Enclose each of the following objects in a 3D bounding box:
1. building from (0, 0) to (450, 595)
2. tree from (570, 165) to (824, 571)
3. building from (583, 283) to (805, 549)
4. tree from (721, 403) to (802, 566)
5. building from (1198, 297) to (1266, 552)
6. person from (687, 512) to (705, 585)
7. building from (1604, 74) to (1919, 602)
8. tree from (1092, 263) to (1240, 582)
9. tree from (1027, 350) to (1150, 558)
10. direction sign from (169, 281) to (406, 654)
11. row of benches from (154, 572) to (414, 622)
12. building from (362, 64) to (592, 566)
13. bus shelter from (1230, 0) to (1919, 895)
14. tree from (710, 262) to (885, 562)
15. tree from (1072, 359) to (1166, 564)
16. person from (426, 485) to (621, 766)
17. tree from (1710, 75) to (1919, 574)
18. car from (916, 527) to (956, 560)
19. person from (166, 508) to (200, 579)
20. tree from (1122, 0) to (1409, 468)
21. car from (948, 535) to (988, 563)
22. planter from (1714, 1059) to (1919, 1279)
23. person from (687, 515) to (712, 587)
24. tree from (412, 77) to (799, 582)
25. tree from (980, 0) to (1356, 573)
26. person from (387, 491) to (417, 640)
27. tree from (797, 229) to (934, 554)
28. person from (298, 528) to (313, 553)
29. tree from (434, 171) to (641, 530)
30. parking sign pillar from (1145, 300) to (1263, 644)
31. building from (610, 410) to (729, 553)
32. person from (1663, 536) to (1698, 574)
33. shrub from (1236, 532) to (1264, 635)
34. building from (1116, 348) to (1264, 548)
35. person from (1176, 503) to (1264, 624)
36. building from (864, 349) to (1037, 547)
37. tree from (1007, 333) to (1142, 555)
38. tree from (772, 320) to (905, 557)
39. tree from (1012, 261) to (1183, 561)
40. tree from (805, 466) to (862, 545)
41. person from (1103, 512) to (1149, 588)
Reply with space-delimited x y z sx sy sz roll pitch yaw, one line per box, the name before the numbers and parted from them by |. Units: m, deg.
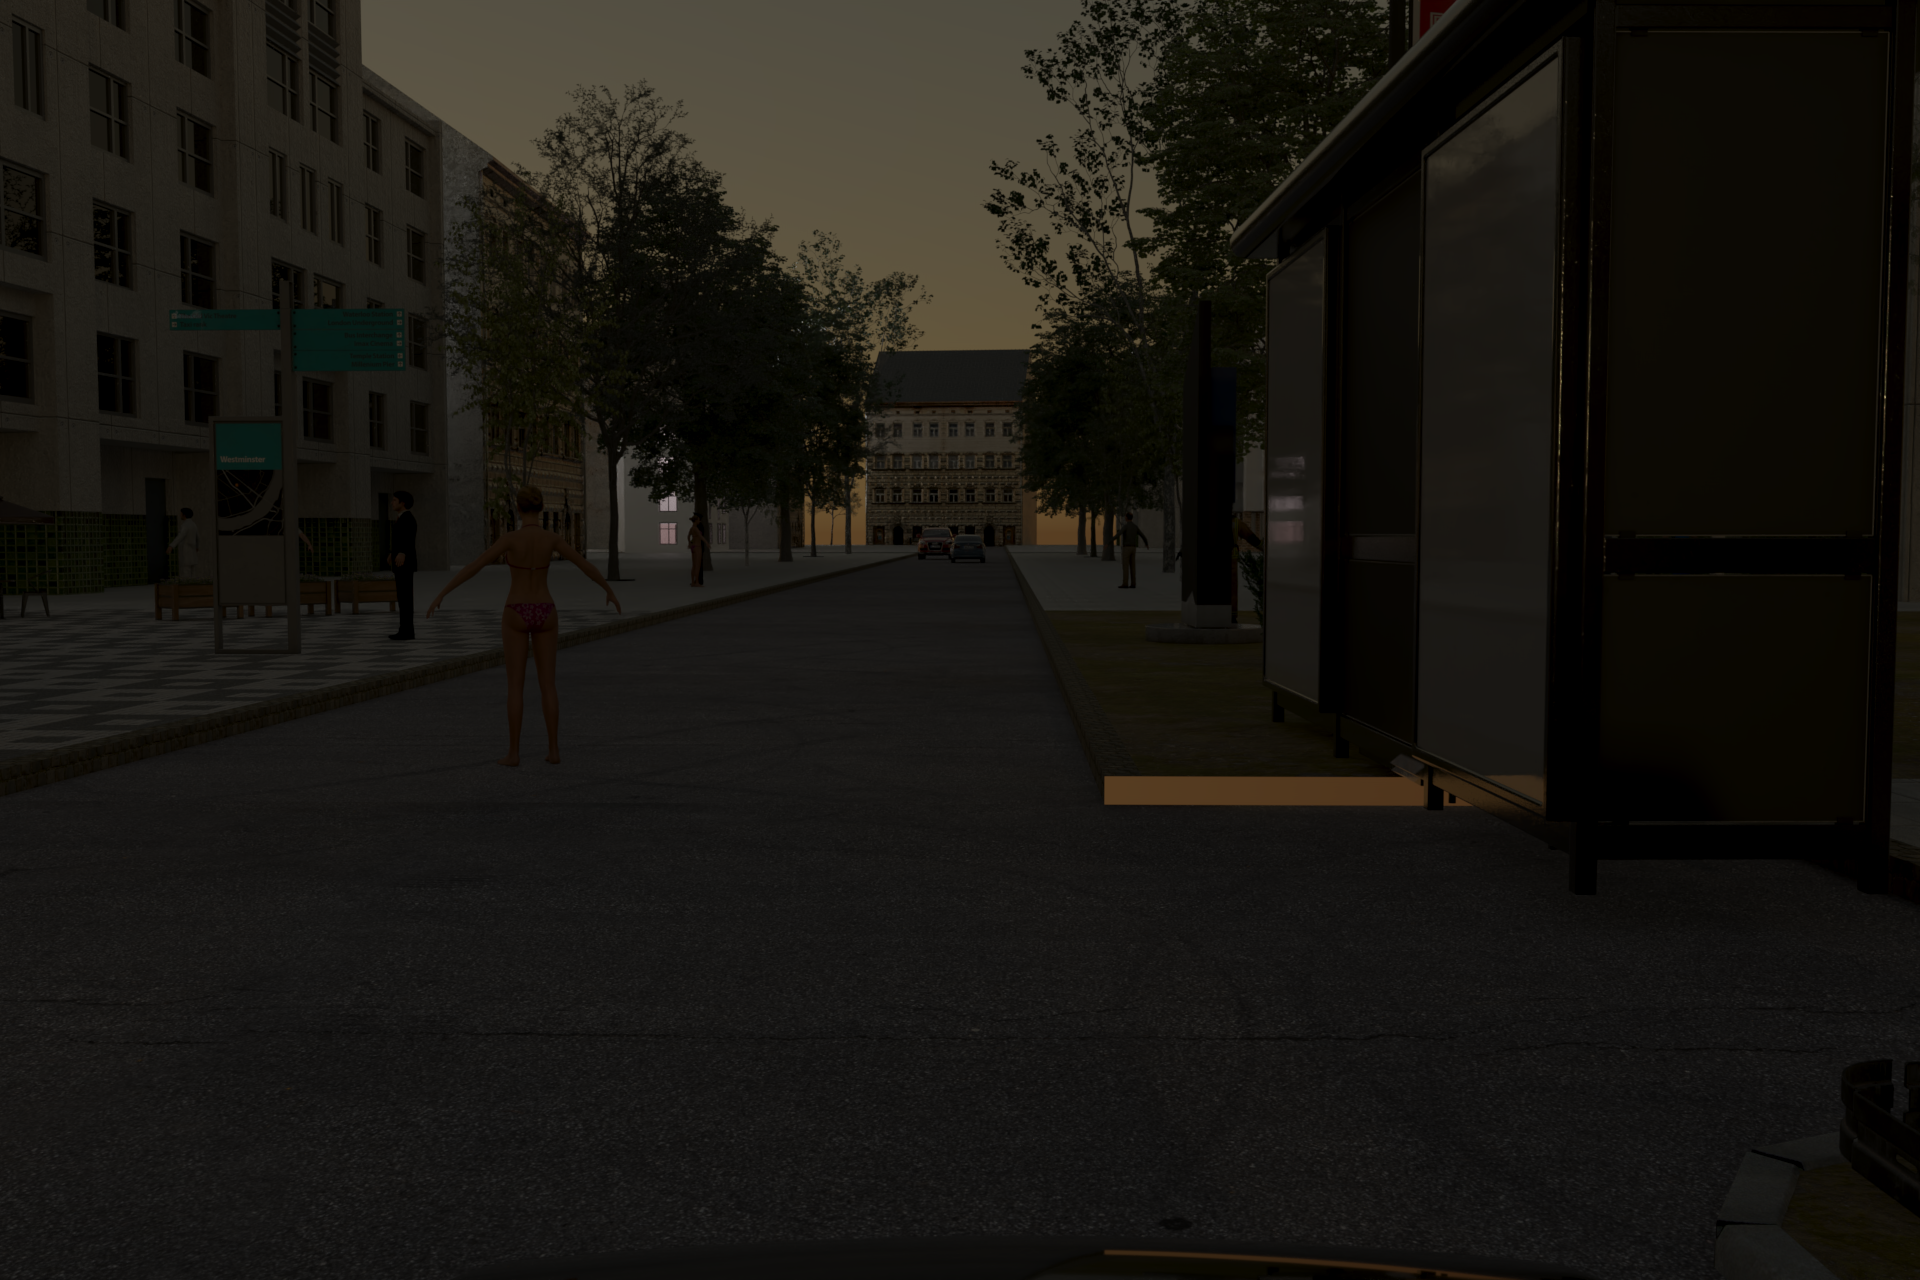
building | -26.828 -10.912 44.873 16.747 18.905 31.486 0 4 2
tree | -8.943 -9.387 60.128 9.857 13.997 8.962 0 3 0
building | -24.296 -19.817 154.940 19.493 23.208 18.063 0 4 2
tree | -8.650 -7.301 69.728 4.360 8.622 3.978 0 3 0
building | 23.585 -17.197 137.584 16.016 20.090 11.380 0 4 1
person | -6.617 -2.301 43.563 0.705 1.837 1.347 0 4 2
building | 26.660 -11.076 47.554 16.747 18.905 31.486 0 4 2
tree | 5.861 -5.874 46.398 4.737 8.622 4.395 0 3 0
tree | 7.449 -10.357 95.099 9.928 11.665 9.643 0 3 0
direction sign | -7.088 -1.846 18.952 2.525 3.948 1.411 0 4 2
row of benches | -10.524 -0.705 26.991 1.422 0.672 4.104 3 5 41
building | -28.359 -15.148 78.606 19.493 23.208 18.063 0 4 0
bus shelter | 2.941 -1.996 10.264 2.179 5.291 8.768 0 4 -1
tree | -8.134 -10.588 79.764 9.857 13.997 8.962 0 3 0
tree | 6.890 -7.499 72.964 4.360 8.622 3.978 0 3 0
person | -2.700 -0.095 10.817 1.217 1.733 0.721 -2 4 -28
tree | 7.706 -4.136 17.983 4.360 8.622 3.978 0 3 0
car | -1.310 -5.500 98.599 2.281 1.827 5.304 0 4 2
person | -15.443 -1.735 34.562 0.705 1.806 1.347 0 4 -1
tree | 6.460 -6.939 31.578 7.486 12.596 7.792 0 3 0
car | 0.403 -4.611 87.396 2.014 1.417 4.499 0 3 0
planter | 2.459 1.111 2.971 1.991 0.319 1.994 0 4 1
person | -6.320 -2.149 41.935 0.721 1.733 1.217 -2 4 -32
tree | -9.389 -8.348 46.859 12.009 13.543 11.850 0 3 0
tree | 6.656 -12.388 58.440 12.611 20.169 13.585 0 3 0
person | -6.803 -0.912 21.097 0.705 1.806 1.347 -1 4 -22
tree | -8.501 -15.587 110.743 12.611 20.169 13.585 0 3 0
person | -13.609 -1.774 34.856 1.347 1.847 0.705 1 4 8
tree | -9.086 -5.254 36.258 4.737 8.622 4.395 0 3 0
parking sign pillar | 2.952 -1.972 20.713 1.447 3.967 1.447 0 4 -1
building | -21.995 -11.590 131.649 9.099 9.664 28.070 0 4 1
person | 15.937 -1.965 38.258 1.347 1.817 0.704 -1 4 -22
shrub | 3.552 -0.756 16.787 1.690 2.028 1.600 0 3 0
building | 25.063 -18.762 173.214 16.747 18.905 31.486 0 4 1
person | 3.731 -1.144 24.466 1.354 1.858 0.705 0 4 2
building | -0.660 -22.768 205.644 18.063 23.208 19.493 0 4 8
tree | 7.628 -12.275 107.345 9.857 13.997 8.962 0 3 0
tree | -8.229 -11.380 96.430 12.009 13.543 11.850 0 3 0
tree | 7.173 -10.767 82.703 9.857 13.997 8.962 0 3 0
tree | -14.897 -16.543 204.889 7.601 10.594 8.767 0 4 -1
person | 3.981 -2.122 40.965 1.348 1.796 0.705 -2 4 -33
